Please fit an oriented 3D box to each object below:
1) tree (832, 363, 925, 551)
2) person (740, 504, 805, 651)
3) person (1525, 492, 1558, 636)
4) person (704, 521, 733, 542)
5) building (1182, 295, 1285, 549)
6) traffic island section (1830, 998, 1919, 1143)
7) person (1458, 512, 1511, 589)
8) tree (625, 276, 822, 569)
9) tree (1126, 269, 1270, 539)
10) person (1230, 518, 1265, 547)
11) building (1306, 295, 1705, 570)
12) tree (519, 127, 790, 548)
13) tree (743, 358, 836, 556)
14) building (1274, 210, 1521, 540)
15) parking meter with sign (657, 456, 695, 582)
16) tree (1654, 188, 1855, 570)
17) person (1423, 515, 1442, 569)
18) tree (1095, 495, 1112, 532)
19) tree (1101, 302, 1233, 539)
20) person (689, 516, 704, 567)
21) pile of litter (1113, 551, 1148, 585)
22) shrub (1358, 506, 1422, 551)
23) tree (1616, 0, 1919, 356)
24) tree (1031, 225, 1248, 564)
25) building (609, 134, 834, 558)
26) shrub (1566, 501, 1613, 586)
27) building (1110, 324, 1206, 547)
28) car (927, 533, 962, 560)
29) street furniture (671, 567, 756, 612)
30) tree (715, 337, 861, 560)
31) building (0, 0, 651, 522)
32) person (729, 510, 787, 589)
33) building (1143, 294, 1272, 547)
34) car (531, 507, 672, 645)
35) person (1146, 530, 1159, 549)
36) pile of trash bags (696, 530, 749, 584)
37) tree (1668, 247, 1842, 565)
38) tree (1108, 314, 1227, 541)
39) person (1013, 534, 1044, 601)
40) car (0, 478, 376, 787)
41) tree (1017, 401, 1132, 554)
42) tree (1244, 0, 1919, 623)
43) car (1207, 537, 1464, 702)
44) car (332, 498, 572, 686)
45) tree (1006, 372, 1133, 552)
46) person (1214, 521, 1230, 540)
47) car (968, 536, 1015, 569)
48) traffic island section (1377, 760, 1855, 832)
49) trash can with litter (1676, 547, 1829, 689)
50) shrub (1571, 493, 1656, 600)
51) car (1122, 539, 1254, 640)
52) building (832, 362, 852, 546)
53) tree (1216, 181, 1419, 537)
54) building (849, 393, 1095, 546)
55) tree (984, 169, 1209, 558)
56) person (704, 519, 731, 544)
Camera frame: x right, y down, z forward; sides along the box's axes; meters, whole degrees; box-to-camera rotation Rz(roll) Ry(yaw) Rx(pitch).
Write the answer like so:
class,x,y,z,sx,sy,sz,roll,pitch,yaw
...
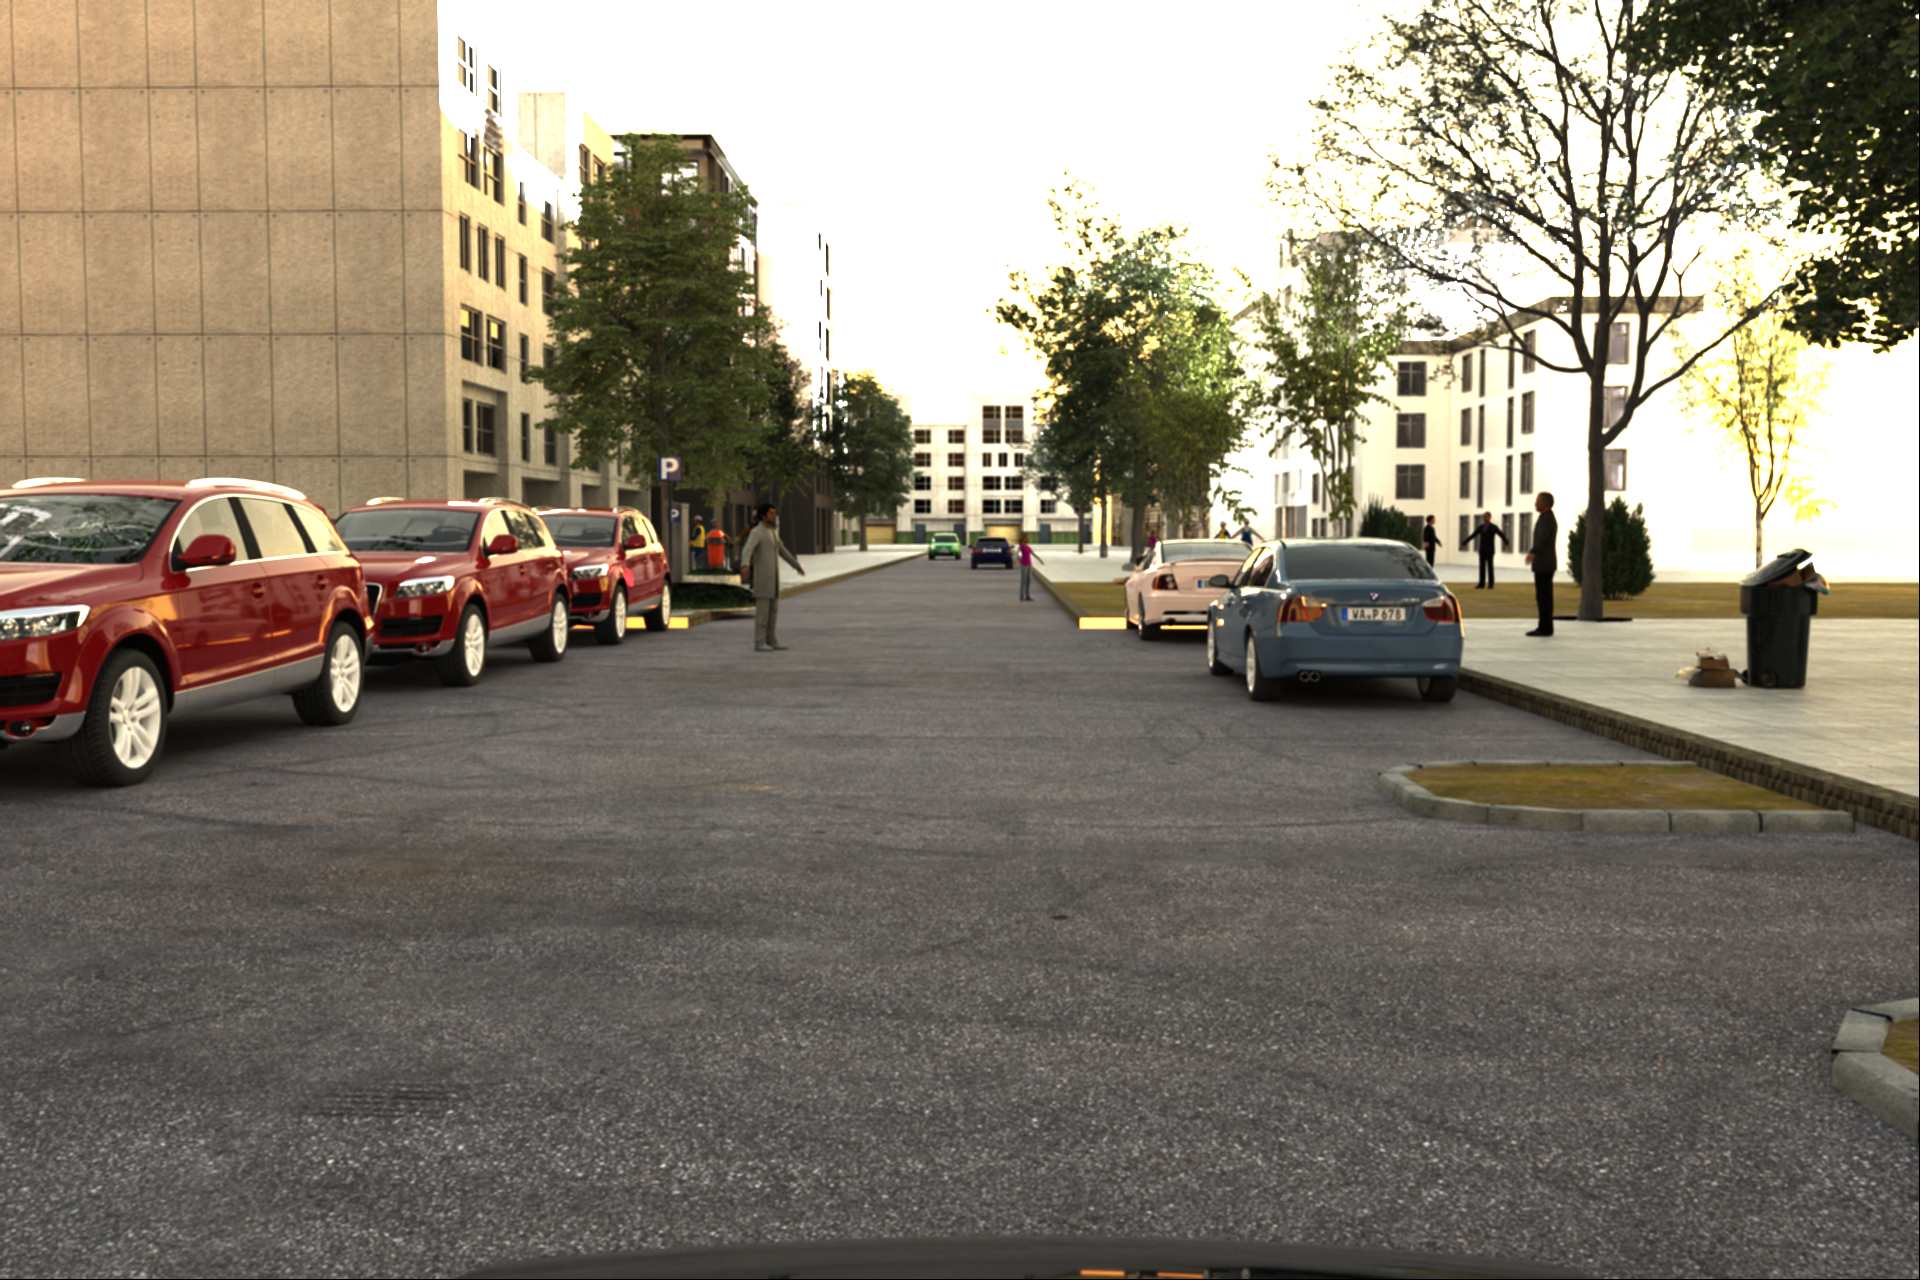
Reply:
class,x,y,z,sx,sy,sz,roll,pitch,yaw
tree,-7.133,-13.573,128.577,9.857,13.997,8.962,0,3,0
person,-2.359,-0.778,21.360,0.705,1.806,1.347,2,4,26
person,7.334,-0.957,21.827,0.705,1.807,1.348,2,4,26
person,-8.115,-3.135,58.064,1.217,1.733,0.721,-2,4,-32
building,29.454,-19.403,148.174,19.493,23.208,18.063,0,4,1
traffic island section,3.249,1.148,4.098,1.991,0.108,1.994,0,4,1
person,12.389,-2.114,40.792,0.704,1.802,1.346,-3,5,-42
tree,-8.594,-7.845,62.673,7.601,10.594,8.767,-1,4,-9
tree,6.679,-5.970,47.978,4.737,8.622,4.395,0,3,0
person,9.932,-3.314,60.037,1.347,1.847,0.705,1,4,9
building,21.923,-8.134,75.135,9.099,9.664,28.070,0,4,1
tree,-8.702,-8.030,49.424,7.486,12.596,7.792,0,3,0
tree,-7.612,-7.516,73.245,4.737,8.622,4.395,0,3,0
building,24.913,-15.388,108.007,16.016,20.090,11.380,0,4,1
parking meter with sign,-6.470,-2.661,39.766,0.543,3.016,1.738,0,4,3
tree,17.186,-5.293,36.900,4.360,8.622,3.978,0,3,0
person,13.151,-2.578,48.332,0.705,1.806,1.347,2,4,32
tree,19.662,-16.419,218.804,4.360,8.622,3.978,0,3,0
tree,7.161,-6.365,54.423,4.360,8.622,3.978,0,3,0
person,-7.893,-2.817,52.026,0.705,1.833,1.349,0,4,4
pile of litter,4.444,-1.821,43.740,1.176,0.858,1.719,0,4,0
shrub,11.307,-2.541,45.594,1.661,2.075,1.752,0,3,0
tree,9.402,-6.499,12.911,9.857,13.997,8.962,0,3,0
tree,7.620,-10.181,73.118,9.857,13.997,8.962,0,3,0
building,-22.981,-15.977,105.193,27.936,21.610,32.646,0,4,1
shrub,15.239,-2.273,41.210,1.661,2.075,1.752,0,3,0
building,26.071,-21.699,185.707,19.493,23.208,18.063,0,4,1
car,-0.840,-5.458,98.038,1.959,1.807,4.718,0,4,2
street furniture,-8.454,-0.915,30.582,10.072,0.657,5.734,0,4,-2
tree,-8.128,-9.010,81.720,7.601,10.594,8.767,2,4,28
building,-24.047,-12.434,69.747,16.747,18.905,31.486,0,4,1
person,-4.688,-2.101,40.113,1.354,1.858,0.705,-1,4,-13
building,27.901,-20.554,166.989,19.493,23.208,18.063,0,4,1
car,-5.366,-0.945,24.121,2.281,1.827,5.304,0,4,1
person,7.113,-3.306,63.323,0.599,1.433,0.991,-3,4,-36
pile of trash bags,-6.017,-2.130,44.575,1.912,1.369,3.447,0,4,2
tree,20.616,-5.737,44.168,4.360,8.622,3.978,0,3,0
tree,6.747,-6.647,59.043,4.360,8.622,3.978,0,3,0
person,1.452,-1.547,37.009,0.599,1.433,0.991,3,5,41
car,-5.652,-0.175,11.528,2.281,1.827,5.304,0,4,2
tree,7.855,-10.903,112.680,8.767,10.594,7.601,0,4,3
tree,9.506,-7.030,25.311,12.009,13.543,11.850,0,3,0
car,3.382,-0.252,16.119,2.014,1.417,4.499,0,4,1
car,-5.531,-0.570,17.995,2.281,1.827,5.304,0,4,2
tree,8.504,-13.041,123.591,12.009,13.543,11.850,0,3,0
person,9.837,-3.599,65.308,0.721,1.772,1.216,-2,4,-26
car,1.314,-3.634,72.002,1.945,1.354,3.894,0,4,0
traffic island section,3.330,0.828,9.336,1.991,0.108,1.994,0,4,2
trash can with litter,6.613,-0.188,14.466,1.055,1.170,0.624,0,4,1
shrub,12.745,-1.817,33.752,1.661,2.075,1.752,0,3,0
car,3.384,-0.754,24.690,2.083,1.381,4.827,0,4,2
building,-21.292,-19.602,186.954,16.747,18.905,31.486,0,4,1
tree,7.491,-5.193,35.270,4.737,8.622,4.395,0,3,0
building,1.152,-21.735,224.287,31.486,18.905,16.747,0,4,0
tree,6.424,-14.494,92.864,12.611,20.169,13.585,0,3,0
person,-8.672,-3.362,61.092,1.347,1.817,0.704,-3,5,-42
